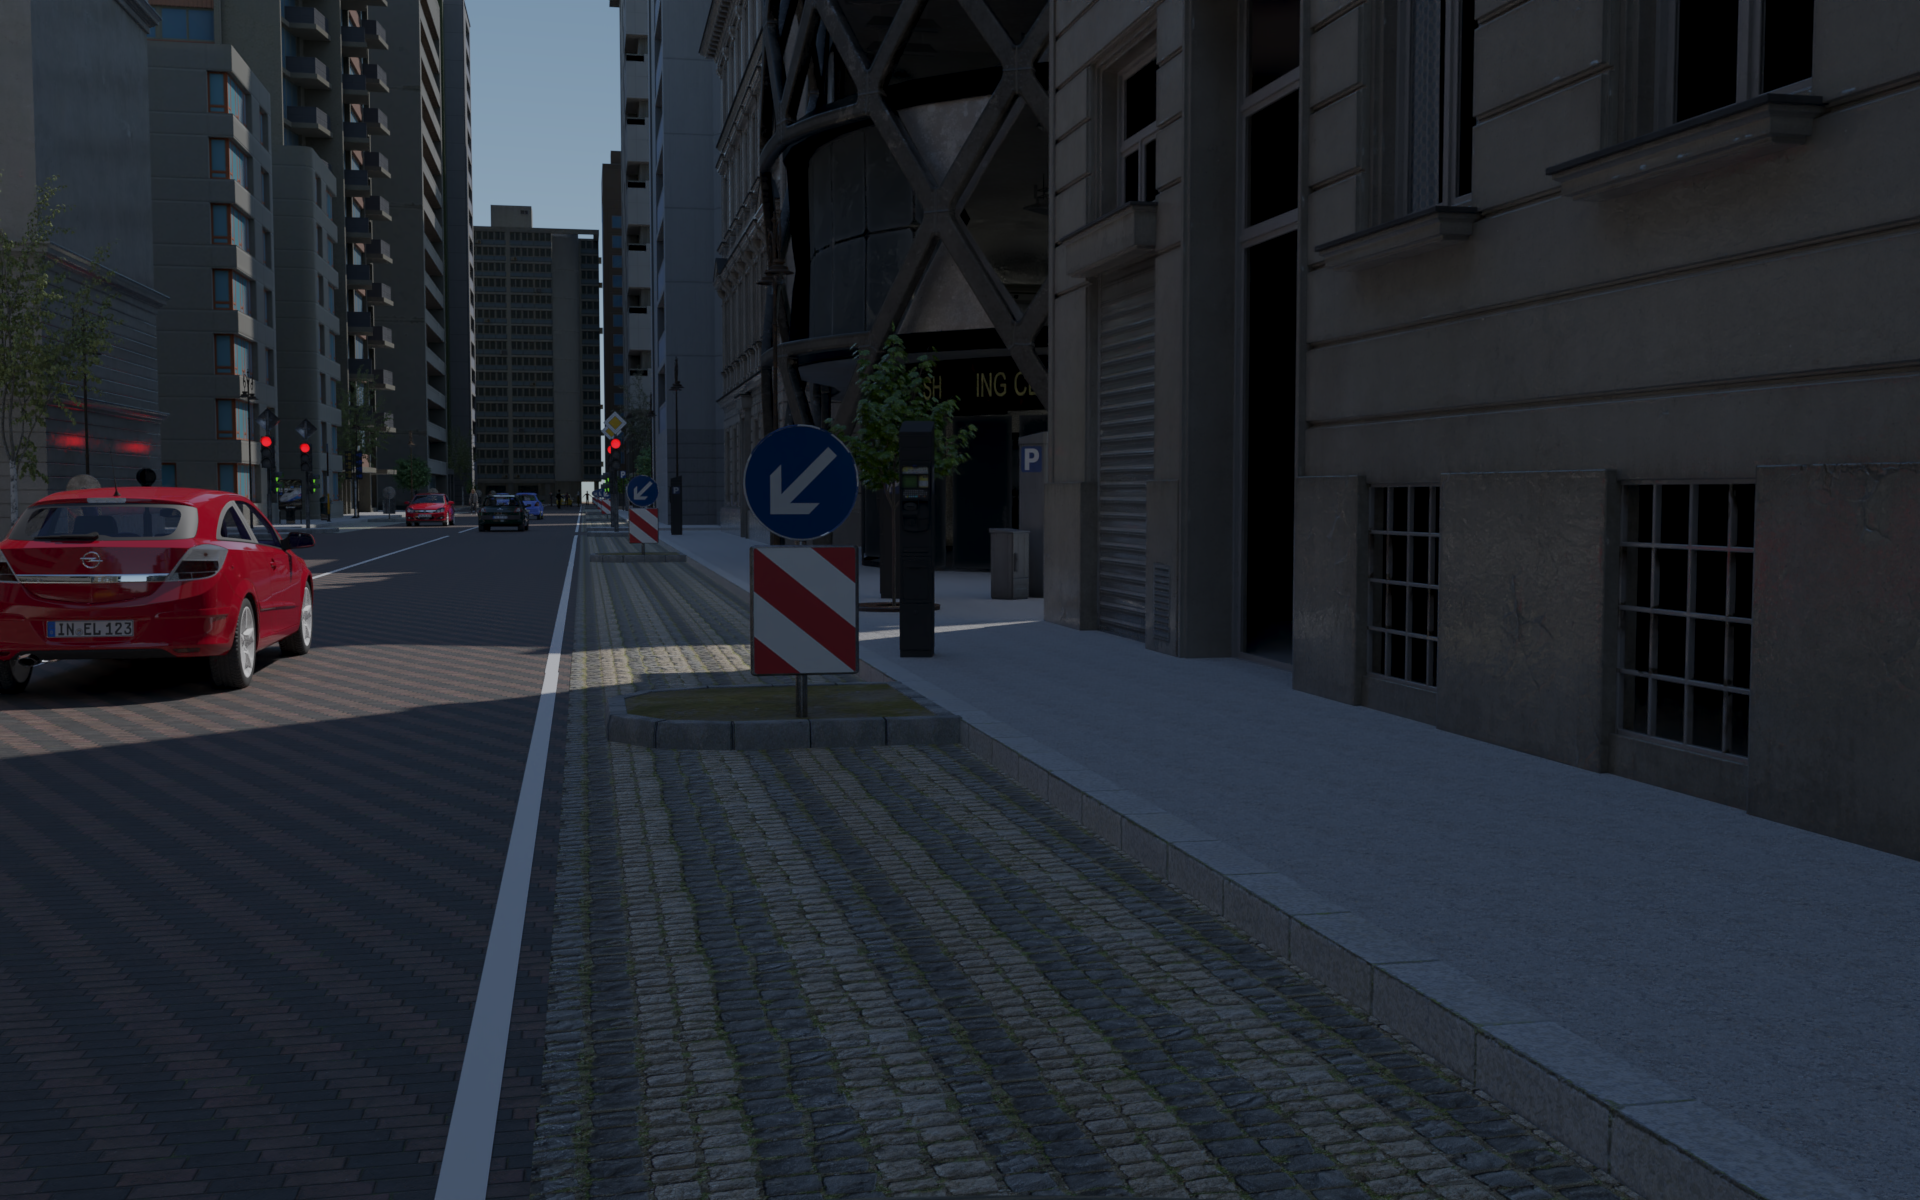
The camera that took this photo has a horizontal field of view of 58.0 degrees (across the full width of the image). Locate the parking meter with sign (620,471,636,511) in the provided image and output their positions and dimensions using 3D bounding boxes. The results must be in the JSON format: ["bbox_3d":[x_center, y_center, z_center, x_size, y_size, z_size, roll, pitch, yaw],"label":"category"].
[{"bbox_3d":[-24.959,-8.243,131.031,0.543,3.016,1.738,2,4,25],"label":"parking meter with sign"}]

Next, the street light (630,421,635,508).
[{"bbox_3d":[-20.503,-8.308,108.626,0.468,5.910,1.993,-1,4,-12],"label":"street light"}]

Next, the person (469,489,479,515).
[{"bbox_3d":[-33.238,-6.722,118.585,0.709,1.800,0.728,1,4,8],"label":"person"}]

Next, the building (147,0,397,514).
[{"bbox_3d":[-49.802,-28.093,113.951,22.147,44.769,28.867,-1,4,-12],"label":"building"}]

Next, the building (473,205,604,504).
[{"bbox_3d":[-60.850,-33.269,235.829,23.993,40.220,32.217,-1,4,-12],"label":"building"}]

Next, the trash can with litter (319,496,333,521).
[{"bbox_3d":[-30.852,-4.461,84.320,0.624,1.170,1.055,-1,4,-19],"label":"trash can with litter"}]

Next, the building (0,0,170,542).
[{"bbox_3d":[-40.411,-13.819,45.018,34.723,24.649,14.460,-1,4,-12],"label":"building"}]

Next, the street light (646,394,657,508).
[{"bbox_3d":[-14.009,-6.477,78.682,0.468,5.910,1.993,-1,4,-12],"label":"street light"}]

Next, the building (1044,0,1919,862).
[{"bbox_3d":[10.962,-10.471,4.492,16.112,22.955,30.059,-1,4,-12],"label":"building"}]

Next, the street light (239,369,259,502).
[{"bbox_3d":[-26.258,-5.581,64.031,0.468,5.910,1.993,-1,4,-12],"label":"street light"}]

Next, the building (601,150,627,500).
[{"bbox_3d":[-40.057,-35.462,229.915,14.200,45.320,14.600,-1,4,-12],"label":"building"}]

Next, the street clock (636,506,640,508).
[{"bbox_3d":[-19.552,-6.150,105.125,0.471,2.002,0.358,-3,5,-41],"label":"street clock"}]

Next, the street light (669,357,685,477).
[{"bbox_3d":[-9.526,-5.230,58.291,0.468,5.910,1.993,-1,4,-12],"label":"street light"}]

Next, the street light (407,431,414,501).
[{"bbox_3d":[-39.324,-9.259,124.165,0.468,5.910,1.993,-1,4,-12],"label":"street light"}]

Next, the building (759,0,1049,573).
[{"bbox_3d":[4.526,-10.128,33.047,16.820,18.784,16.811,-1,4,-12],"label":"building"}]

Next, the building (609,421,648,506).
[{"bbox_3d":[-31.529,-46.928,205.516,20.563,71.187,20.611,-1,4,-12],"label":"building"}]

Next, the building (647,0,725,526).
[{"bbox_3d":[0.659,-32.729,77.112,28.212,58.520,21.231,-1,4,-12],"label":"building"}]

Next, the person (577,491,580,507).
[{"bbox_3d":[-43.382,-11.455,196.520,0.721,1.736,1.217,0,4,-7],"label":"person"}]

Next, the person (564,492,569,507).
[{"bbox_3d":[-43.052,-10.978,189.460,0.415,1.643,0.593,2,4,29],"label":"person"}]

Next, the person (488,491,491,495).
[{"bbox_3d":[-50.110,-10.746,184.911,1.217,1.743,0.721,-1,4,-18],"label":"person"}]

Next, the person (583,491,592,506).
[{"bbox_3d":[-45.354,-12.378,210.835,1.348,1.831,0.705,-2,4,-32],"label":"person"}]

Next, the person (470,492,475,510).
[{"bbox_3d":[-43.318,-8.851,154.023,0.445,1.727,0.742,0,4,4],"label":"person"}]

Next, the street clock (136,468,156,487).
[{"bbox_3d":[-22.867,-2.700,48.714,0.358,2.002,0.471,3,5,42],"label":"street clock"}]

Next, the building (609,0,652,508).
[{"bbox_3d":[-17.967,-35.117,163.399,28.713,52.752,27.495,-1,4,-12],"label":"building"}]

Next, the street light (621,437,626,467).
[{"bbox_3d":[-26.939,-10.133,138.455,0.468,5.910,1.993,-1,4,-12],"label":"street light"}]

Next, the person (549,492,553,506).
[{"bbox_3d":[-47.991,-11.844,202.950,0.742,1.727,0.445,3,4,38],"label":"person"}]

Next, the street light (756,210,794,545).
[{"bbox_3d":[-3.037,-3.407,28.500,0.468,5.910,1.993,-1,4,-12],"label":"street light"}]

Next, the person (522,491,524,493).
[{"bbox_3d":[-45.390,-10.429,179.732,1.217,1.735,0.721,-2,4,-27],"label":"person"}]

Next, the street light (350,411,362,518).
[{"bbox_3d":[-32.850,-7.436,94.370,0.468,5.910,1.993,-1,4,-12],"label":"street light"}]

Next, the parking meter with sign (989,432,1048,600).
[{"bbox_3d":[1.065,-1.550,21.596,0.543,3.016,1.738,3,5,39],"label":"parking meter with sign"}]

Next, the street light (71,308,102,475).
[{"bbox_3d":[-21.740,-4.300,43.098,0.468,5.910,1.993,-1,4,-12],"label":"street light"}]

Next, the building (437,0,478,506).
[{"bbox_3d":[-70.246,-40.092,197.495,28.212,58.520,21.231,-1,4,-12],"label":"building"}]

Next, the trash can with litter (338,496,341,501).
[{"bbox_3d":[-34.886,-5.183,96.128,1.055,1.170,0.624,-2,4,-26],"label":"trash can with litter"}]

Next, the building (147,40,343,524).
[{"bbox_3d":[-44.550,-14.256,78.127,27.650,21.520,28.899,-1,4,-12],"label":"building"}]

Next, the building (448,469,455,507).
[{"bbox_3d":[-59.624,-44.432,164.720,20.563,71.187,20.611,-1,4,-12],"label":"building"}]

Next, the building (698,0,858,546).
[{"bbox_3d":[-1.678,-11.395,50.937,10.561,19.102,19.286,-1,4,-12],"label":"building"}]

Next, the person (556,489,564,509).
[{"bbox_3d":[-37.468,-9.414,162.046,0.705,1.869,1.348,-3,5,-43],"label":"person"}]

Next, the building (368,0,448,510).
[{"bbox_3d":[-55.086,-31.874,144.838,21.300,48.544,21.600,-1,4,-12],"label":"building"}]
